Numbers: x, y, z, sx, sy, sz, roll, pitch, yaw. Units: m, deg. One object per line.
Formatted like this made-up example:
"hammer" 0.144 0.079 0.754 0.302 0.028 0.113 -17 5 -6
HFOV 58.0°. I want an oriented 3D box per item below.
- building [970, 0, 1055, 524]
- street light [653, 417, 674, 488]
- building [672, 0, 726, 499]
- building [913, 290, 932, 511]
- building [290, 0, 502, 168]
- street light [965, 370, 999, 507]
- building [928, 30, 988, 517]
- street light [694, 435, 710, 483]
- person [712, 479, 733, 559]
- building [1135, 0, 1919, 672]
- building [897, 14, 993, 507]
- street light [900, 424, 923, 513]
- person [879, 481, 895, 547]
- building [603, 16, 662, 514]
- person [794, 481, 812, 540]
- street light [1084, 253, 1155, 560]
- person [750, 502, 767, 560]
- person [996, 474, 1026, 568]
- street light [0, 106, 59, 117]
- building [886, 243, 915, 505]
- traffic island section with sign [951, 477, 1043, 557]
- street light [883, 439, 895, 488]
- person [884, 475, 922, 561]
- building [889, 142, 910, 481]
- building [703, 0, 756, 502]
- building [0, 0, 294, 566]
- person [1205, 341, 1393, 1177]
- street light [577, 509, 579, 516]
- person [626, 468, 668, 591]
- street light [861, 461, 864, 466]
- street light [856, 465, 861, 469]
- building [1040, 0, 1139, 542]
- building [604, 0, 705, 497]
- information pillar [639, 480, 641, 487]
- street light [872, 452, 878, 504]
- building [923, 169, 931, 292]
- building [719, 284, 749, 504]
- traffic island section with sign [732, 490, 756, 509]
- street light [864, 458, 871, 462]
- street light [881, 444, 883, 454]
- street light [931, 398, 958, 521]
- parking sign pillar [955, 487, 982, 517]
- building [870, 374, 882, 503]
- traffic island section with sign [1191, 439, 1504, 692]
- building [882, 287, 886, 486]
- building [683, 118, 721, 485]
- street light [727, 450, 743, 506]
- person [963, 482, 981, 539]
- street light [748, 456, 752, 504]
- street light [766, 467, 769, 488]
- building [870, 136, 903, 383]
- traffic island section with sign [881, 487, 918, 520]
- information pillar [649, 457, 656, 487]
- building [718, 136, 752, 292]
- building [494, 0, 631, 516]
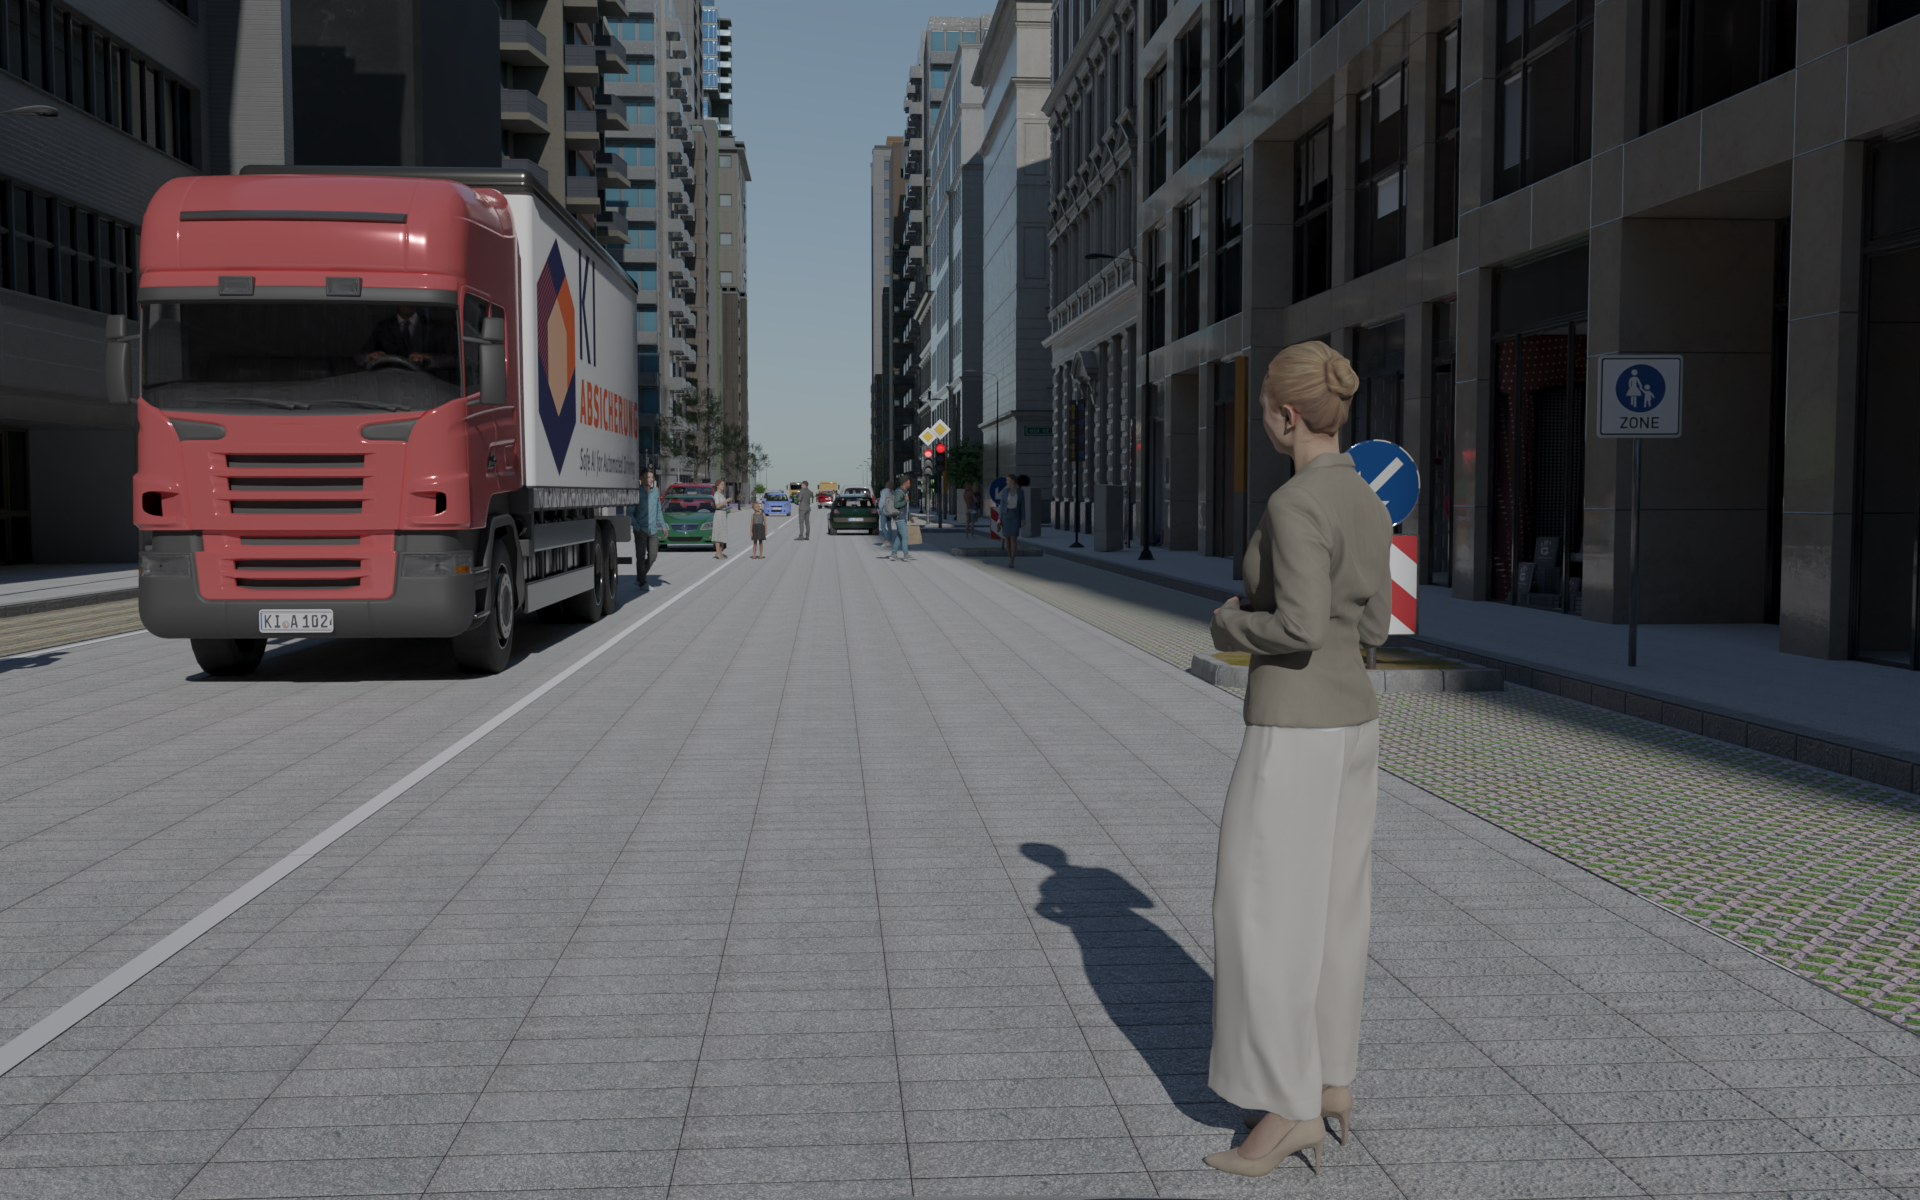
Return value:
"building" 23.161 -18.747 82.927 44.131 29.872 17.030 0 4 -4
"street light" -17.863 -8.041 104.015 1.470 5.913 1.316 0 4 -4
"building" -37.827 -46.557 199.452 20.563 71.187 20.611 0 4 -4
"building" 1.966 -16.725 138.075 10.561 19.102 19.286 0 4 -4
"building" -23.870 -13.815 55.558 15.834 23.373 12.332 0 4 -4
"street light" 0.865 -5.650 64.924 1.470 5.913 1.316 0 4 -4
"building" 4.358 -20.500 112.674 11.434 29.767 29.804 0 4 -4
"street light" -20.211 -9.972 135.583 1.470 5.913 1.316 0 4 -4
"person" -5.192 -1.774 38.068 0.524 1.755 0.480 1 4 9
"building" 15.264 -13.577 26.505 19.350 26.468 34.151 0 4 -4
"building" 5.627 -34.201 178.799 23.786 49.044 30.456 0 4 -4
"street light" -3.128 -8.753 115.650 1.470 5.913 1.316 0 4 -4
"person" -1.980 -2.355 47.277 0.793 1.790 0.793 0 4 3
"building" -37.393 -26.096 118.551 32.217 40.220 23.993 0 4 -4
"person" -4.889 -2.774 53.656 0.447 1.846 0.655 2 4 35
"street light" 3.090 -3.731 33.538 1.470 5.913 1.316 0 4 -4
"person" -4.407 -1.512 37.887 0.362 1.253 0.373 0 4 -2
"person" 1.029 -1.542 33.734 0.581 1.822 0.654 1 4 21
"street light" -11.479 -2.954 20.836 1.470 5.913 1.316 0 4 -4
"building" -0.964 -26.267 201.171 14.160 30.474 14.107 0 4 -4
"traffic island section with sign" 0.824 -1.935 40.272 1.989 1.847 2.006 0 4 -4
"street light" -5.575 -10.678 147.130 1.470 5.913 1.316 0 4 -4
"person" -1.192 -1.730 36.775 0.713 1.824 0.794 2 4 27
"building" -1.648 -34.600 215.827 14.600 45.320 14.200 0 4 -4
"building" -44.934 -59.509 285.635 22.319 86.520 31.000 0 4 -4
"building" -20.329 -12.455 22.711 14.314 24.678 30.058 0 4 -4
"person" 0.726 0.321 3.801 0.362 1.759 0.519 2 4 35
"street light" -15.475 -6.113 72.487 1.470 5.913 1.316 0 4 -4
"person" -4.710 -1.058 25.824 0.620 1.820 0.660 2 4 34
"street light" -12.892 -16.590 243.779 1.470 5.913 1.316 0 4 -4
"street light" -17.713 -20.460 307.061 1.470 5.913 1.316 0 4 -4
"building" 8.817 -13.784 54.252 11.050 23.489 19.941 0 4 -4
"building" -36.330 -33.065 160.227 23.786 49.044 30.456 0 4 -4
"information pillar" -17.210 -5.391 92.633 0.304 2.012 0.304 -1 4 -11
"street light" -8.923 -13.471 192.789 1.470 5.913 1.316 0 4 -4
"building" 3.597 -23.560 156.909 14.160 30.474 14.107 0 4 -4
"building" -36.407 -28.473 237.231 14.160 30.474 14.107 0 4 -4
"traffic island section with sign" -21.424 -9.911 170.673 1.989 1.847 2.006 0 4 -4
"street light" -11.320 -15.390 224.162 1.470 5.913 1.316 0 4 -4
"street light" -6.652 -11.519 160.882 1.470 5.913 1.316 0 4 -4
"street light" -0.697 -6.810 83.883 1.470 5.913 1.316 0 4 -4
"parking sign pillar" 0.473 -6.587 96.167 1.447 3.967 1.447 -2 4 -34
"building" 0.519 -25.661 264.596 27.650 21.520 28.899 0 4 -4
"traffic island section with sign" 2.860 -0.290 13.363 1.989 1.847 2.006 0 4 -4
"building" -3.923 -28.749 241.742 14.160 30.474 14.107 0 4 -4
"building" -32.926 -30.567 183.372 14.154 41.232 14.086 0 4 -4
"street light" -23.554 -12.696 180.115 1.470 5.913 1.316 0 4 -4
"person" 0.390 -2.873 55.453 0.580 1.828 0.573 0 4 -1
"street light" -26.051 -14.614 211.480 1.470 5.913 1.316 0 4 -4
"street light" -32.242 -19.637 293.601 1.470 5.913 1.316 0 4 -4
"building" -4.397 -45.852 291.678 21.231 58.520 28.212 0 4 -4
"traffic island section with sign" -3.368 -5.315 95.531 1.989 1.847 2.006 0 4 -4
"information pillar" -19.373 -7.203 109.117 0.504 3.616 0.183 2 4 25
"building" -45.716 -40.862 257.330 28.713 52.752 27.495 0 4 -4
"building" -28.184 -26.301 84.644 22.147 44.769 28.867 0 4 -4
